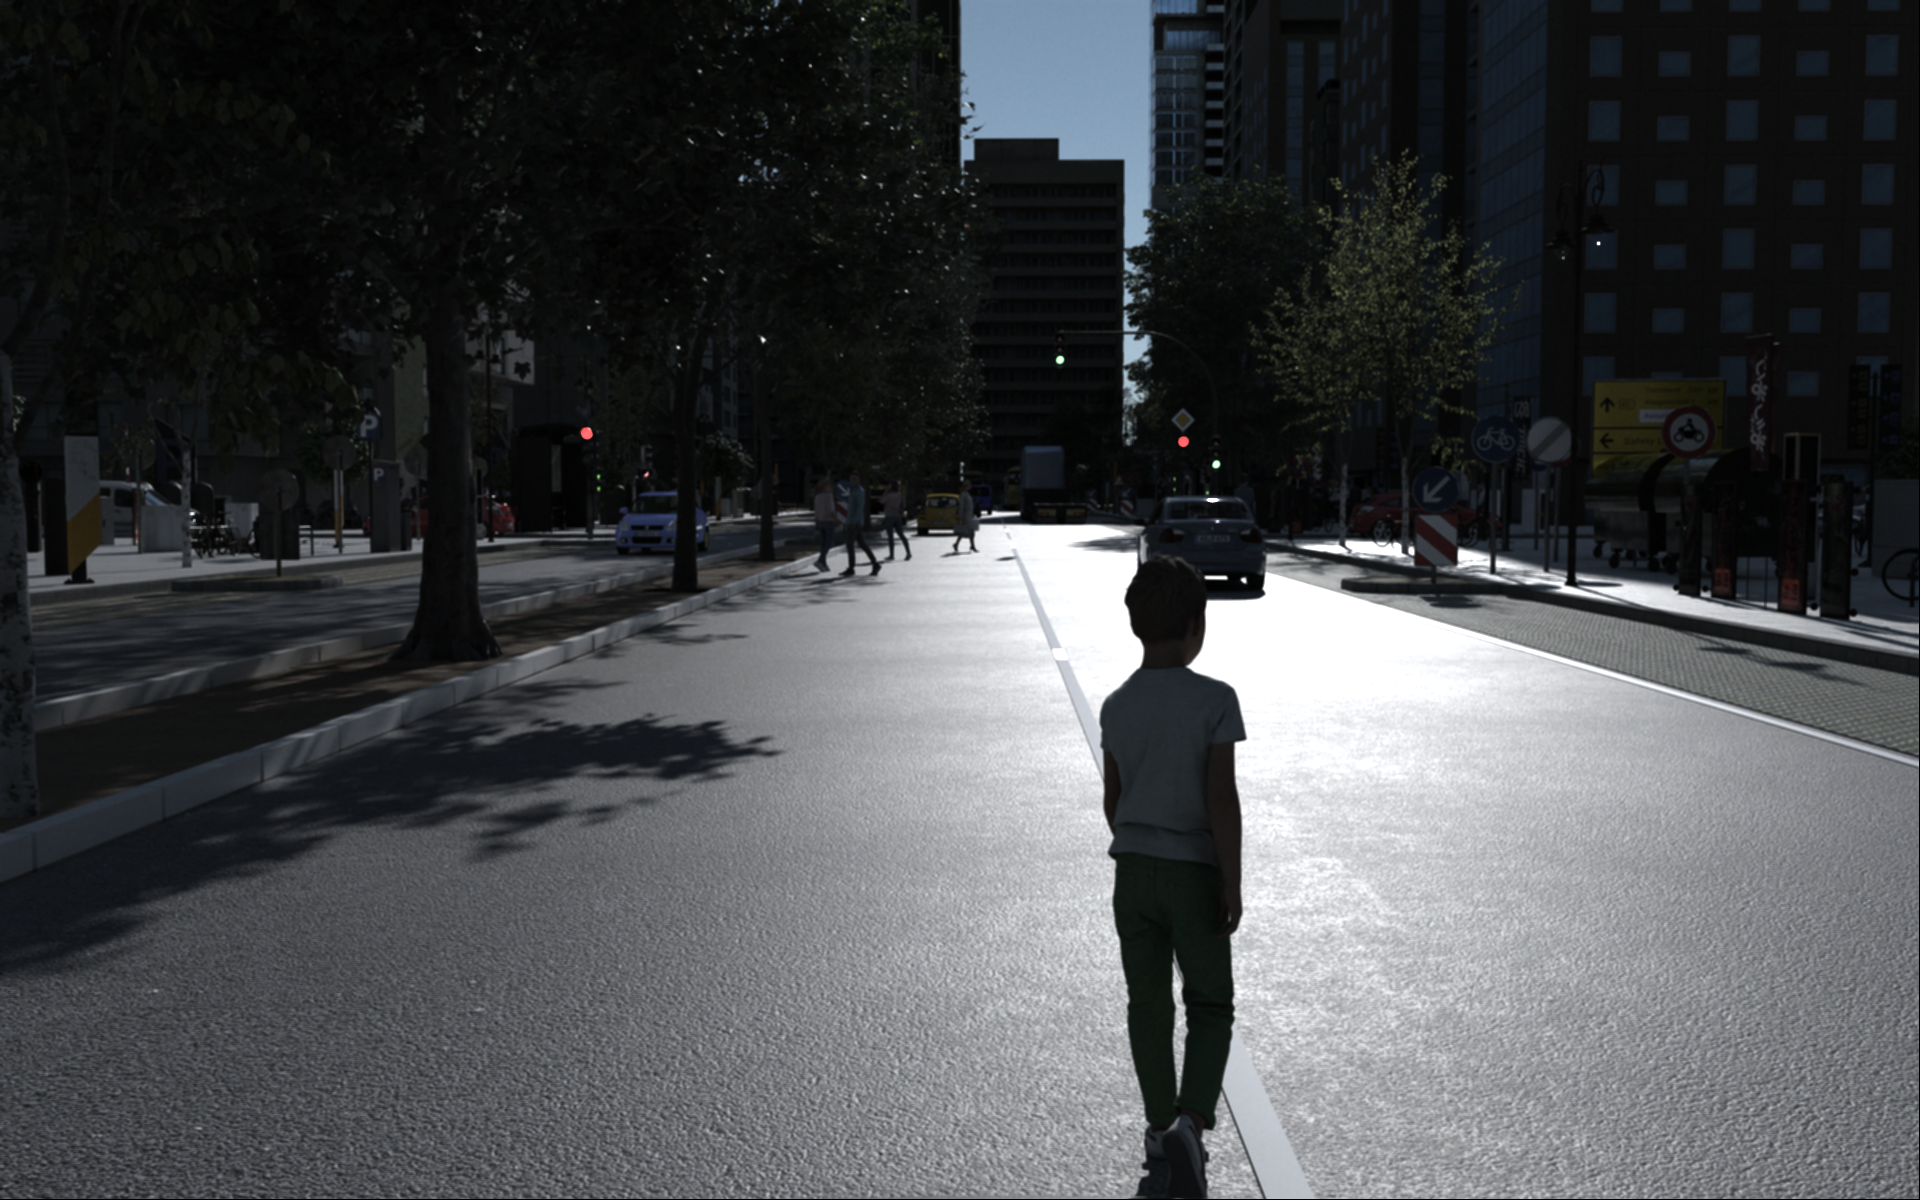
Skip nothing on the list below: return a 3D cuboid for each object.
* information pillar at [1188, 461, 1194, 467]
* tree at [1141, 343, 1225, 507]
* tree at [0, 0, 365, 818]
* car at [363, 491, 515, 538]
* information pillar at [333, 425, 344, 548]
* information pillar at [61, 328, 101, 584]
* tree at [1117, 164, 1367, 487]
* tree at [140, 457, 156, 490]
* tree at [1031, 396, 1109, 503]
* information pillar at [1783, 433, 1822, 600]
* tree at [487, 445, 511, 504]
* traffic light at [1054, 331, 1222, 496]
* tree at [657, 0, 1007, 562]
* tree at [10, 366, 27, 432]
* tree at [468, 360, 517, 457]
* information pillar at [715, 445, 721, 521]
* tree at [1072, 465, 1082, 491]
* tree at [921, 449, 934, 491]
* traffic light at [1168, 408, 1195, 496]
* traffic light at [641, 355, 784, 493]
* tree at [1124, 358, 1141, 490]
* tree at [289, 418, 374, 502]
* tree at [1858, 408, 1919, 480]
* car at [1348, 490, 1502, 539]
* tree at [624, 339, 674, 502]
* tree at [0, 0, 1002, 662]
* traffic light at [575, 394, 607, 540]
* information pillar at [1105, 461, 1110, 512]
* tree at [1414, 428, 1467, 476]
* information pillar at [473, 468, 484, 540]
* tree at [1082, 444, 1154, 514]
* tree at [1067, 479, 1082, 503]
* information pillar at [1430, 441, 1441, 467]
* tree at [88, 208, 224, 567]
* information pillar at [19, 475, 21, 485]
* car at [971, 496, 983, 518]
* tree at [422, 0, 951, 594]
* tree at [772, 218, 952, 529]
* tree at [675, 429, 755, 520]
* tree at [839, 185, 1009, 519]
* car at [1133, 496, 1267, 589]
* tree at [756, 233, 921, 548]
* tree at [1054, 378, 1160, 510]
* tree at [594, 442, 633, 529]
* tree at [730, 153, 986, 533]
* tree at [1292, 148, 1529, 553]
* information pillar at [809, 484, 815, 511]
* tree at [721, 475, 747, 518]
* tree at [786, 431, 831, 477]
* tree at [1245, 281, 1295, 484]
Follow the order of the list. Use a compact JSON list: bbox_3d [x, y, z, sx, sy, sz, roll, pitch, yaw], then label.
[{"bbox_3d":[15.013,-7.427,112.779,0.504,3.616,0.183,-1,4,-14],"label":"information pillar"},{"bbox_3d":[10.266,-7.766,77.329,4.360,8.622,3.978,0,3,0],"label":"tree"},{"bbox_3d":[-4.134,-3.325,7.181,4.737,8.622,4.395,0,3,0],"label":"tree"},{"bbox_3d":[-15.819,-2.657,52.479,4.494,1.783,2.155,0,4,1],"label":"car"},{"bbox_3d":[-14.862,-3.060,41.382,0.183,3.616,0.504,0,4,-6],"label":"information pillar"},{"bbox_3d":[-12.580,-2.045,24.783,0.183,3.616,0.504,2,4,30],"label":"information pillar"},{"bbox_3d":[10.846,-9.821,67.224,9.857,13.997,8.962,0,3,0],"label":"tree"},{"bbox_3d":[-29.932,-4.321,65.252,1.663,3.219,1.824,0,3,0],"label":"tree"},{"bbox_3d":[12.610,-17.360,200.844,9.611,12.733,9.660,0,3,0],"label":"tree"},{"bbox_3d":[10.198,-1.011,21.024,0.304,2.012,0.304,0,4,-5],"label":"information pillar"},{"bbox_3d":[-18.016,-4.525,68.583,1.663,3.219,1.824,0,3,0],"label":"tree"},{"bbox_3d":[4.998,-4.509,48.397,4.771,5.953,1.251,0,4,1],"label":"traffic light"},{"bbox_3d":[-4.098,-7.561,36.456,12.009,13.543,11.850,0,3,0],"label":"tree"},{"bbox_3d":[-19.330,-2.999,32.745,4.285,4.588,4.351,0,3,0],"label":"tree"},{"bbox_3d":[-25.130,-8.519,89.655,4.360,8.622,3.978,0,3,0],"label":"tree"},{"bbox_3d":[-11.467,-5.555,82.177,0.183,3.616,0.504,1,4,14],"label":"information pillar"},{"bbox_3d":[12.223,-11.001,163.579,4.285,4.588,4.351,0,3,0],"label":"tree"},{"bbox_3d":[-2.955,-8.368,89.643,4.737,8.622,4.395,0,3,0],"label":"tree"},{"bbox_3d":[7.234,-4.132,56.485,0.839,4.253,0.868,0,4,1],"label":"traffic light"},{"bbox_3d":[-8.182,-5.022,56.778,4.771,5.953,1.251,0,4,1],"label":"traffic light"},{"bbox_3d":[10.256,-8.529,89.817,4.360,8.622,3.978,0,3,0],"label":"tree"},{"bbox_3d":[-24.089,-5.074,66.674,4.285,4.588,4.351,0,3,0],"label":"tree"},{"bbox_3d":[35.392,-4.947,64.591,4.285,4.588,4.351,0,3,0],"label":"tree"},{"bbox_3d":[13.763,-2.573,51.107,4.494,1.783,2.155,0,4,2],"label":"car"},{"bbox_3d":[-13.559,-7.355,70.614,4.737,8.622,4.395,0,3,0],"label":"tree"},{"bbox_3d":[-4.450,-5.837,14.908,9.611,12.733,9.660,0,3,0],"label":"tree"},{"bbox_3d":[-10.417,-3.662,48.796,0.839,4.253,0.868,0,4,1],"label":"traffic light"},{"bbox_3d":[10.451,-8.023,122.533,0.183,3.616,0.504,2,4,29],"label":"information pillar"},{"bbox_3d":[24.263,-6.226,85.508,4.285,4.588,4.351,0,3,0],"label":"tree"},{"bbox_3d":[-13.558,-2.688,48.448,0.304,2.012,0.304,1,4,23],"label":"information pillar"},{"bbox_3d":[11.109,-7.963,113.909,4.285,4.588,4.351,0,3,0],"label":"tree"},{"bbox_3d":[12.162,-11.612,184.456,1.663,3.219,1.824,0,3,0],"label":"tree"},{"bbox_3d":[20.670,-5.137,75.342,0.504,3.616,0.183,-1,4,-17],"label":"information pillar"},{"bbox_3d":[-13.674,-4.889,30.293,4.360,8.622,3.978,0,3,0],"label":"tree"},{"bbox_3d":[-33.364,-3.466,61.157,0.304,2.012,0.304,0,4,-8],"label":"information pillar"},{"bbox_3d":[0.421,-5.703,105.820,1.945,1.354,3.894,0,4,2],"label":"car"},{"bbox_3d":[-3.905,-5.906,24.784,9.928,11.665,9.643,0,3,0],"label":"tree"},{"bbox_3d":[-3.928,-9.173,70.569,7.486,12.596,7.792,0,3,0],"label":"tree"},{"bbox_3d":[-11.991,-6.304,86.778,4.285,4.588,4.351,0,3,0],"label":"tree"},{"bbox_3d":[-4.017,-14.662,98.068,12.611,20.169,13.585,0,3,0],"label":"tree"},{"bbox_3d":[3.763,-0.939,27.350,2.014,1.417,4.499,0,4,2],"label":"car"},{"bbox_3d":[-3.391,-5.671,45.534,4.737,8.622,4.395,0,3,0],"label":"tree"},{"bbox_3d":[11.663,-12.551,139.619,8.767,10.594,7.601,-1,4,-20],"label":"tree"},{"bbox_3d":[-13.260,-4.286,64.684,1.663,3.219,1.824,0,3,0],"label":"tree"},{"bbox_3d":[-3.622,-9.337,61.765,9.857,13.997,8.962,0,3,0],"label":"tree"},{"bbox_3d":[9.647,-5.297,36.962,4.360,8.622,3.978,0,3,0],"label":"tree"},{"bbox_3d":[-10.926,-7.551,127.944,0.304,2.012,0.304,-2,4,-29],"label":"information pillar"},{"bbox_3d":[-12.650,-6.105,94.417,1.663,3.219,1.824,0,3,0],"label":"tree"},{"bbox_3d":[-10.986,-12.791,143.538,7.601,10.594,8.767,0,4,3],"label":"tree"},{"bbox_3d":[9.455,-5.671,43.076,4.360,8.622,3.978,0,3,0],"label":"tree"}]
